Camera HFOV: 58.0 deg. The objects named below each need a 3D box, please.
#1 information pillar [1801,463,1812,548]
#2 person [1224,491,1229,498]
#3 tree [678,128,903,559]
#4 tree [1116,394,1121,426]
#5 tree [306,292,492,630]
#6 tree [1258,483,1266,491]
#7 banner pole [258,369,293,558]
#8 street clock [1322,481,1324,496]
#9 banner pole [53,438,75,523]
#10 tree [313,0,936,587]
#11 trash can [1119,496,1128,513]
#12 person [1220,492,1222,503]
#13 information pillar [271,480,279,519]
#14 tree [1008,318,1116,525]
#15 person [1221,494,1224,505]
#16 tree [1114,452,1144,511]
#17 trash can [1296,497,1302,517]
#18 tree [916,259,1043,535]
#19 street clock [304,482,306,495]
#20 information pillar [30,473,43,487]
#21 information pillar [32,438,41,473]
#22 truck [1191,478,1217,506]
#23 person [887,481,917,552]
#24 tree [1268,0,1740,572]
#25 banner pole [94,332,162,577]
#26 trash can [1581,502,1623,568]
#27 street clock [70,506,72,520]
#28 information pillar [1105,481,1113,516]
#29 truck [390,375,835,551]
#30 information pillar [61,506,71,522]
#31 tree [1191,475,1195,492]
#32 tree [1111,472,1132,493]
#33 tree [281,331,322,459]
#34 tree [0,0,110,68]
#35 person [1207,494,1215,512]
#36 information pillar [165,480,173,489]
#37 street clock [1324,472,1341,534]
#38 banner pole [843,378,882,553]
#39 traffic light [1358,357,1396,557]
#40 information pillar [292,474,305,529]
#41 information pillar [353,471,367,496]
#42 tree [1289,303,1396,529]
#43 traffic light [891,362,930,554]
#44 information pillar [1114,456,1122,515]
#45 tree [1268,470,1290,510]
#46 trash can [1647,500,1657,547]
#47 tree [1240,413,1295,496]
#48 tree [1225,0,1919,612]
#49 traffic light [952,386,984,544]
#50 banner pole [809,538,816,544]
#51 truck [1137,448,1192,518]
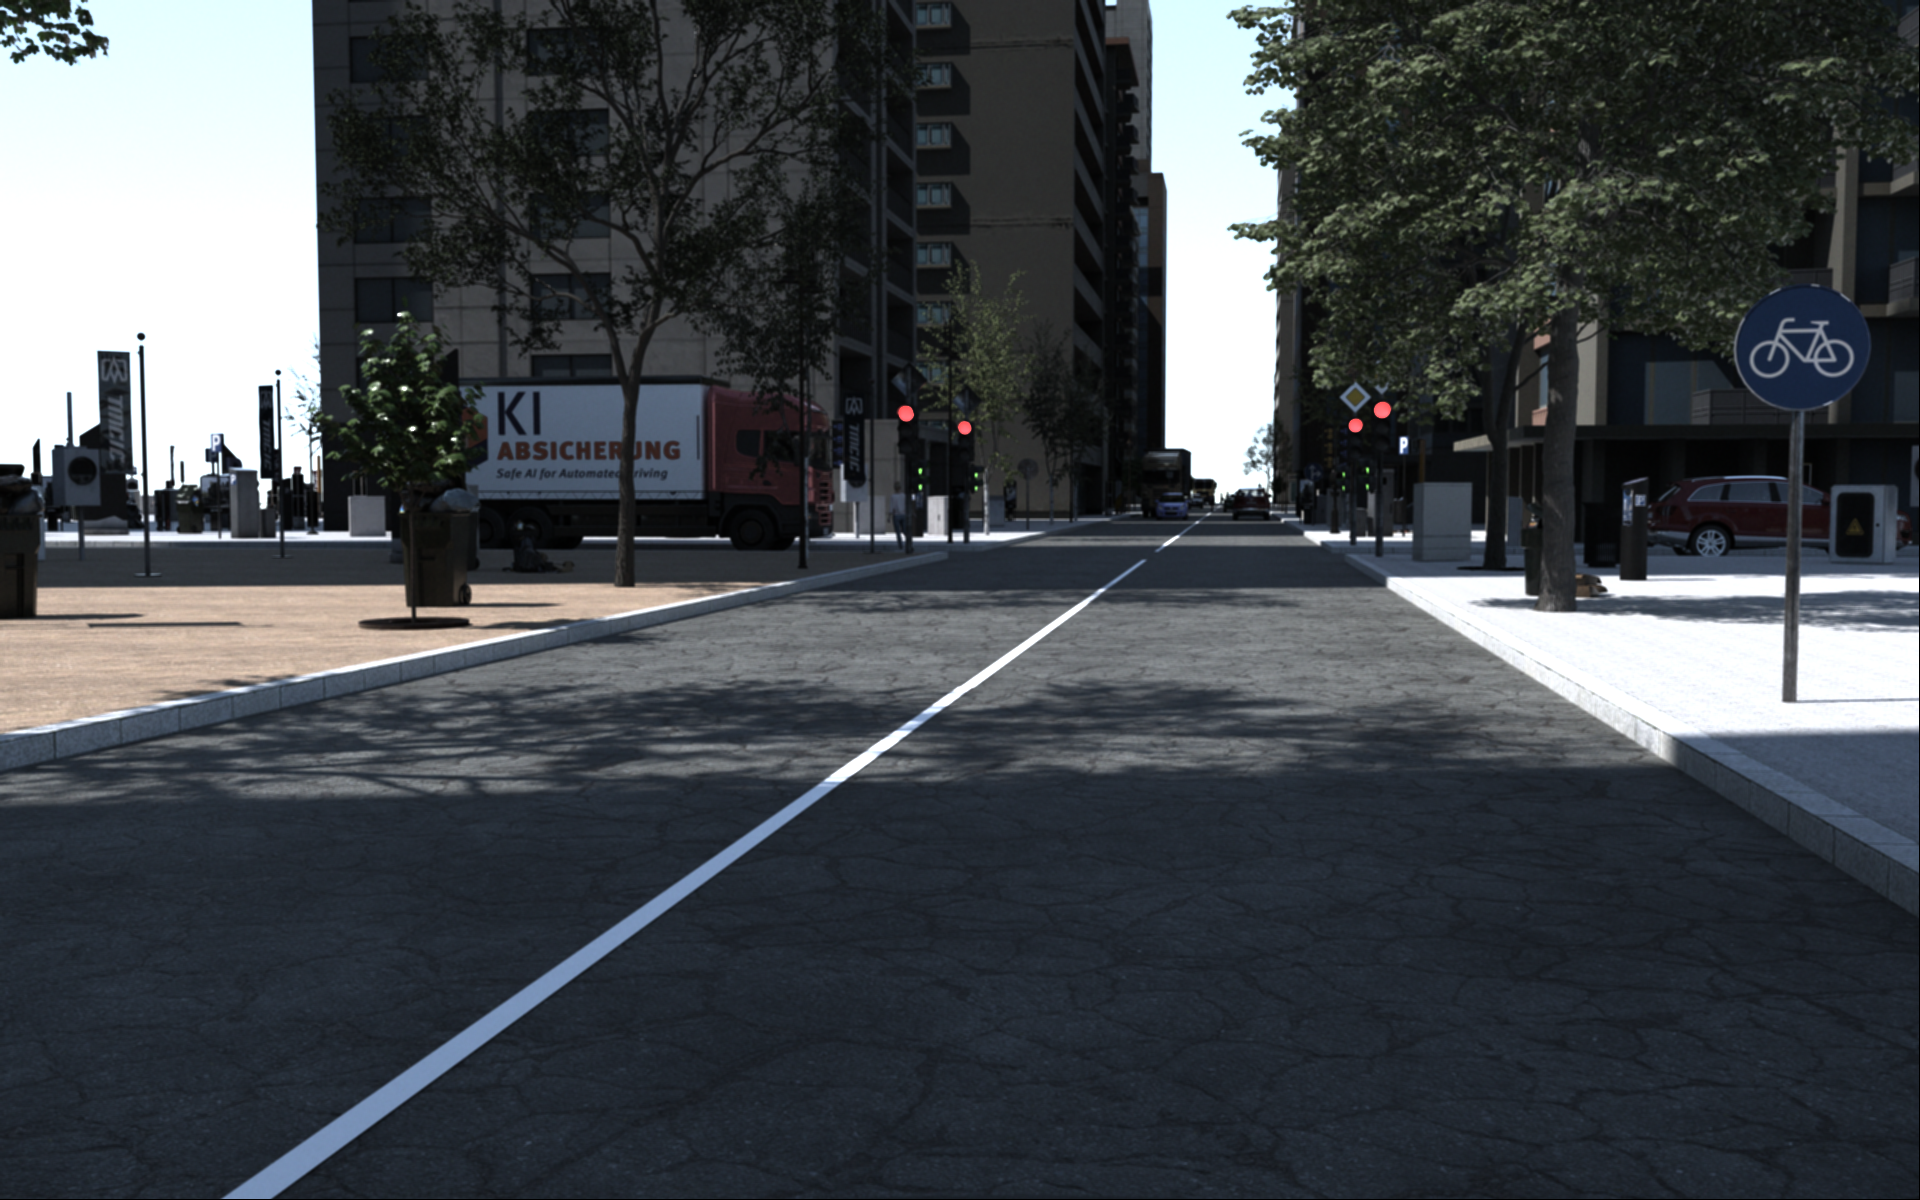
[{"bbox_3d":[20.236,-2.271,41.629,0.304,2.012,0.304,1,4,11],"label":"information pillar"},{"bbox_3d":[31.350,-11.913,203.282,0.705,1.822,1.348,-1,4,-18],"label":"person"},{"bbox_3d":[-3.309,-5.122,34.107,4.360,8.622,3.978,0,3,0],"label":"tree"},{"bbox_3d":[5.647,-8.143,83.498,4.360,8.622,3.978,0,3,0],"label":"tree"},{"bbox_3d":[-5.415,-1.349,16.664,1.663,3.219,1.824,0,3,0],"label":"tree"},{"bbox_3d":[47.079,-16.967,272.007,1.663,3.219,1.824,0,3,0],"label":"tree"},{"bbox_3d":[-13.867,-2.748,34.950,0.863,3.779,0.401,2,4,31],"label":"banner pole"},{"bbox_3d":[16.870,-4.601,79.801,0.358,2.002,0.471,0,4,7],"label":"street clock"},{"bbox_3d":[-39.854,-5.320,76.991,0.401,3.779,0.863,2,4,30],"label":"banner pole"},{"bbox_3d":[-4.637,-5.436,23.285,8.767,10.594,7.601,0,4,-4],"label":"tree"},{"bbox_3d":[10.993,-6.439,116.930,0.748,1.137,0.748,0,3,0],"label":"trash can"},{"bbox_3d":[39.970,-15.618,264.654,0.445,1.727,0.742,0,4,8],"label":"person"},{"bbox_3d":[-35.215,-5.170,89.014,0.304,2.012,0.304,-2,4,-28],"label":"information pillar"},{"bbox_3d":[3.883,-7.430,71.838,4.360,8.622,3.978,0,3,0],"label":"tree"},{"bbox_3d":[35.451,-13.592,233.958,0.599,1.433,0.991,0,4,-5],"label":"person"},{"bbox_3d":[13.564,-9.162,133.518,4.285,4.588,4.351,0,3,0],"label":"tree"},{"bbox_3d":[19.275,-5.269,97.803,0.748,1.137,0.748,0,3,0],"label":"trash can"},{"bbox_3d":[0.712,-6.321,53.712,4.737,8.622,4.395,0,3,0],"label":"tree"},{"bbox_3d":[-39.522,-6.084,104.050,0.358,2.002,0.471,1,4,18],"label":"street clock"},{"bbox_3d":[-31.510,-3.342,59.136,0.304,2.012,0.304,-1,4,-14],"label":"information pillar"},{"bbox_3d":[-38.376,-4.936,72.064,0.183,3.616,0.504,0,4,1],"label":"information pillar"},{"bbox_3d":[30.511,-13.497,216.600,3.469,3.379,9.791,1,4,10],"label":"truck"},{"bbox_3d":[-1.335,-2.021,42.208,0.731,1.740,0.598,-3,5,-44],"label":"person"},{"bbox_3d":[8.981,-6.297,28.715,9.928,11.665,9.643,0,3,0],"label":"tree"},{"bbox_3d":[-12.859,-2.248,26.775,0.863,3.779,0.401,-2,4,-35],"label":"banner pole"},{"bbox_3d":[11.262,-1.144,30.354,0.748,1.137,0.748,0,3,0],"label":"trash can"},{"bbox_3d":[-44.753,-5.056,87.238,0.471,2.002,0.358,-2,4,-35],"label":"street clock"},{"bbox_3d":[8.820,-6.059,103.550,0.304,2.012,0.304,0,4,7],"label":"information pillar"},{"bbox_3d":[-8.122,-3.266,42.316,11.283,4.237,2.839,1,4,9],"label":"truck"},{"bbox_3d":[-41.405,-4.626,80.130,0.304,2.012,0.304,2,4,32],"label":"information pillar"},{"bbox_3d":[36.146,-17.867,275.837,4.285,4.588,4.351,0,3,0],"label":"tree"},{"bbox_3d":[11.969,-8.178,128.308,1.663,3.219,1.824,0,3,0],"label":"tree"},{"bbox_3d":[-27.780,-7.751,77.099,4.737,8.622,4.395,0,3,0],"label":"tree"},{"bbox_3d":[-6.679,-5.057,8.436,9.928,11.665,9.643,0,3,0],"label":"tree"},{"bbox_3d":[20.182,-7.808,139.401,0.697,1.427,0.421,-1,4,-16],"label":"person"},{"bbox_3d":[-42.210,-5.383,92.500,0.304,2.012,0.304,0,4,-6],"label":"information pillar"},{"bbox_3d":[12.153,-3.154,56.144,0.358,2.002,0.471,2,4,31],"label":"street clock"},{"bbox_3d":[-2.130,-2.905,37.511,0.863,3.779,0.401,1,4,8],"label":"banner pole"},{"bbox_3d":[8.568,-2.841,35.367,0.839,4.253,0.868,1,4,9],"label":"traffic light"},{"bbox_3d":[-24.015,-3.570,62.859,0.304,2.012,0.304,2,4,26],"label":"information pillar"},{"bbox_3d":[-19.315,-3.137,55.783,0.304,2.012,0.304,1,4,10],"label":"information pillar"},{"bbox_3d":[14.284,-6.941,63.843,4.737,8.622,4.395,0,3,0],"label":"tree"},{"bbox_3d":[-1.074,-2.934,36.886,0.839,4.253,0.868,1,4,9],"label":"traffic light"},{"bbox_3d":[9.805,-7.091,107.290,0.183,3.616,0.504,-3,5,-40],"label":"information pillar"},{"bbox_3d":[29.678,-10.148,160.524,1.663,3.219,1.824,0,3,0],"label":"tree"},{"bbox_3d":[16.596,-1.856,41.997,0.748,1.137,0.748,0,3,0],"label":"trash can"},{"bbox_3d":[35.814,-16.239,199.918,7.601,10.594,8.767,1,4,23],"label":"tree"},{"bbox_3d":[6.915,-6.133,18.399,7.486,12.596,7.792,0,3,0],"label":"tree"},{"bbox_3d":[0.186,-3.416,44.772,0.839,4.253,0.868,1,4,9],"label":"traffic light"},{"bbox_3d":[-4.012,-3.376,45.220,0.401,3.779,0.863,-1,4,-15],"label":"banner pole"},{"bbox_3d":[12.888,-7.292,108.129,2.839,4.237,11.283,1,4,11],"label":"truck"}]
